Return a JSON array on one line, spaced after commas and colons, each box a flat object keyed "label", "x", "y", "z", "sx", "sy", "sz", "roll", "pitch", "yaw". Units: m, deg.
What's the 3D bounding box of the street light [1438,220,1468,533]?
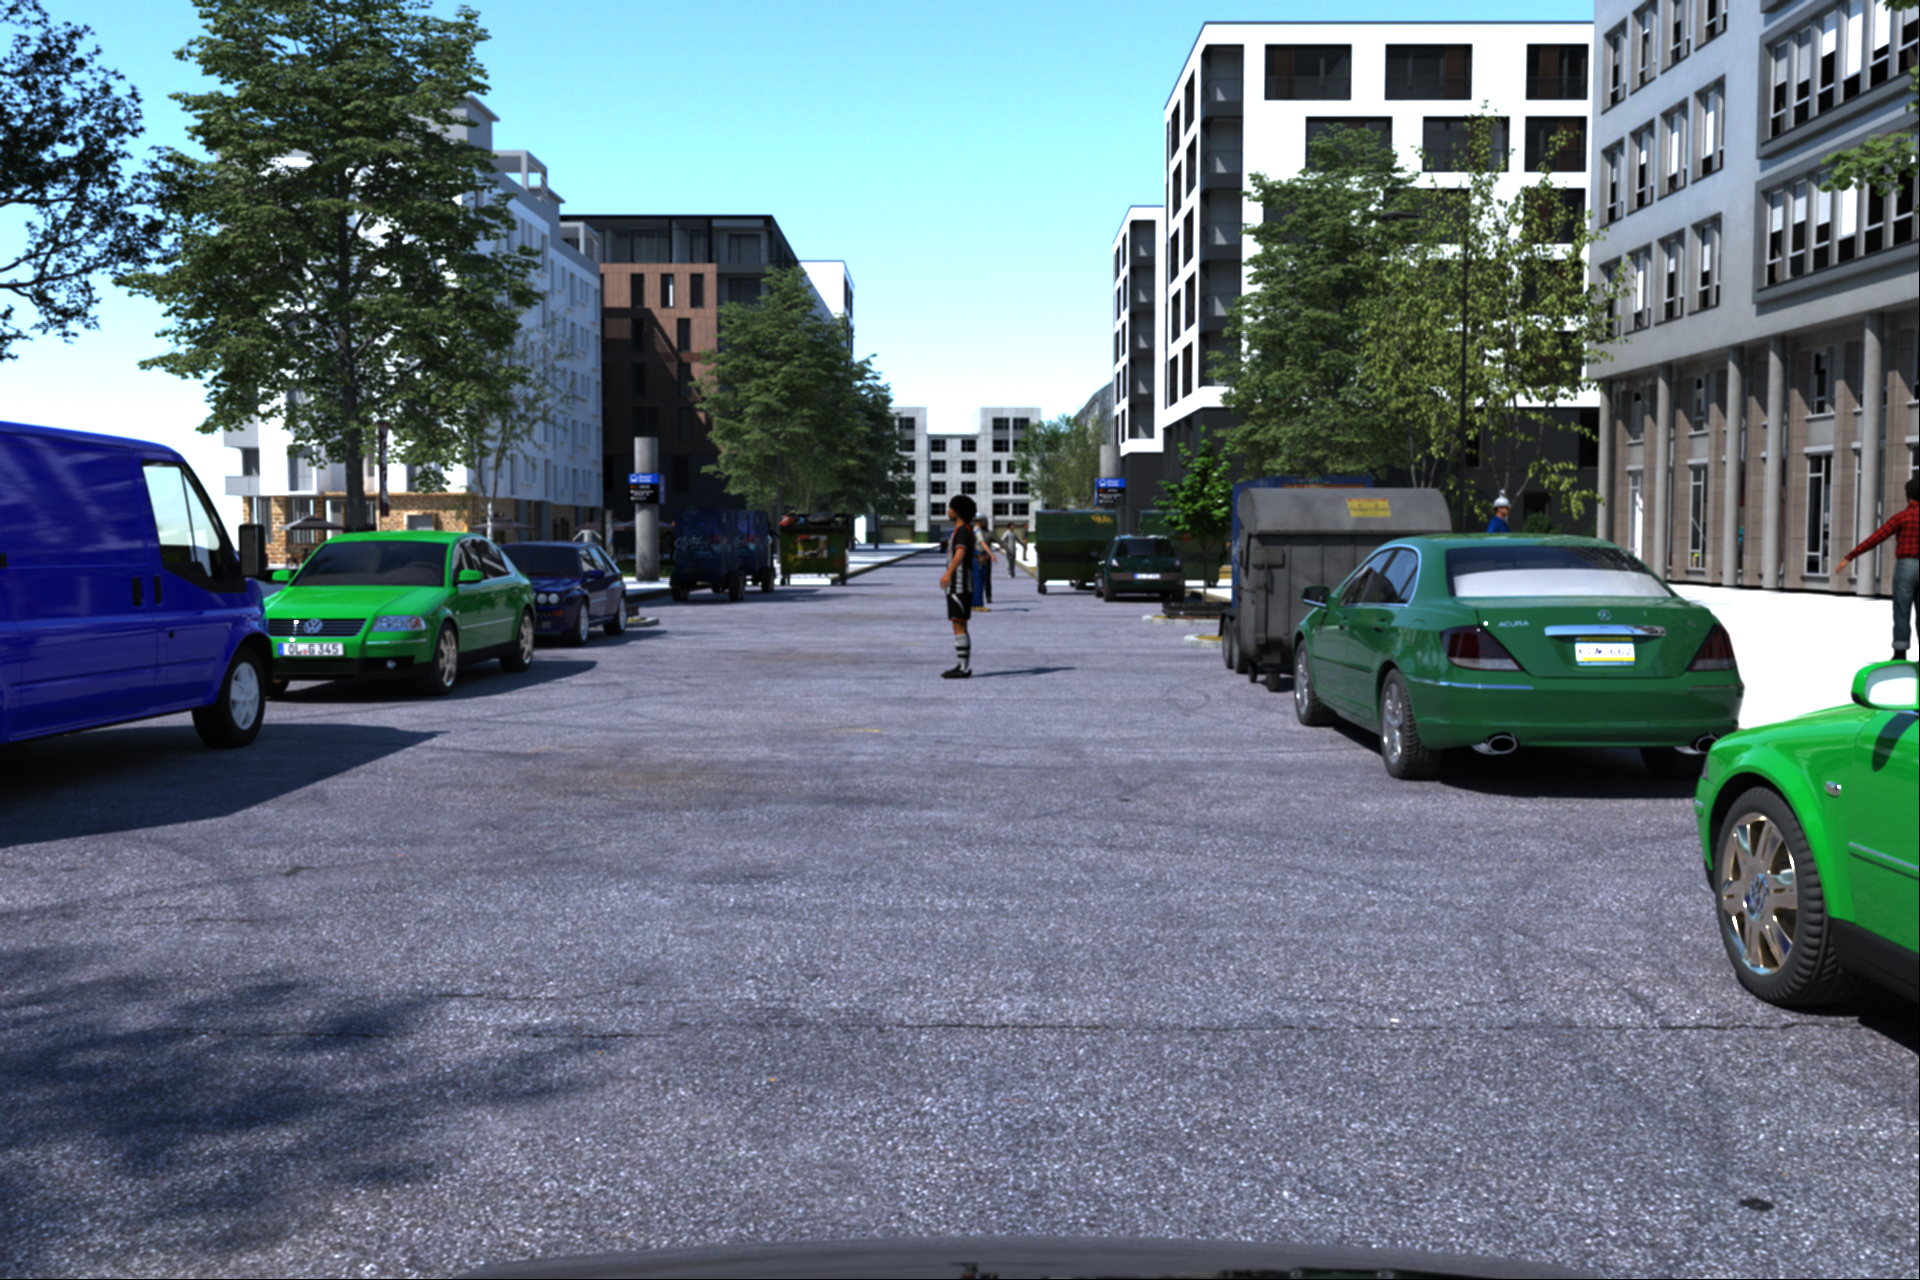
[{"label": "street light", "x": 7.832, "y": -3.214, "z": 25.092, "sx": 1.470, "sy": 5.913, "sz": 1.316, "roll": 0, "pitch": 4, "yaw": 0}]

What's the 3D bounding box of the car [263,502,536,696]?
[{"label": "car", "x": -5.408, "y": -0.485, "z": 16.733, "sx": 1.959, "sy": 1.807, "sz": 4.718, "roll": 0, "pitch": 3, "yaw": 0}]

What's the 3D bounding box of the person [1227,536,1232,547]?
[{"label": "person", "x": 8.055, "y": -2.589, "z": 48.516, "sx": 1.348, "sy": 1.807, "sz": 0.705, "roll": -1, "pitch": 4, "yaw": -17}]

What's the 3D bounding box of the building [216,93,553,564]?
[{"label": "building", "x": -26.035, "y": -13.423, "z": 75.888, "sx": 16.016, "sy": 20.090, "sz": 11.380, "roll": 0, "pitch": 4, "yaw": 1}]

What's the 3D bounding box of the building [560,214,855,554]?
[{"label": "building", "x": -22.586, "y": -17.331, "z": 127.334, "sx": 27.936, "sy": 21.610, "sz": 32.646, "roll": 0, "pitch": 4, "yaw": 0}]

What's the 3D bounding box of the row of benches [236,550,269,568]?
[{"label": "row of benches", "x": -27.985, "y": -3.129, "z": 66.626, "sx": 4.104, "sy": 0.672, "sz": 1.422, "roll": 3, "pitch": 5, "yaw": 39}]

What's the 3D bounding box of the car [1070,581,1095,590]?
[{"label": "car", "x": 3.882, "y": -2.028, "z": 45.520, "sx": 2.083, "sy": 1.381, "sz": 4.827, "roll": 0, "pitch": 4, "yaw": 1}]

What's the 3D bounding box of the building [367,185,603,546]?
[{"label": "building", "x": -27.484, "y": -14.614, "z": 95.360, "sx": 16.016, "sy": 20.090, "sz": 11.380, "roll": 0, "pitch": 4, "yaw": 1}]

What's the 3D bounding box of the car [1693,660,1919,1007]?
[{"label": "car", "x": 3.315, "y": 0.299, "z": 3.901, "sx": 1.959, "sy": 1.807, "sz": 4.718, "roll": 0, "pitch": 4, "yaw": 0}]

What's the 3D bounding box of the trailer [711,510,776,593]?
[{"label": "trailer", "x": -5.325, "y": -2.121, "z": 41.733, "sx": 1.471, "sy": 1.999, "sz": 3.904, "roll": 0, "pitch": 4, "yaw": 1}]

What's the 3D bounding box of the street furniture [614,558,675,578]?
[{"label": "street furniture", "x": -10.757, "y": -2.393, "z": 54.756, "sx": 5.734, "sy": 0.657, "sz": 10.072, "roll": -1, "pitch": 4, "yaw": -8}]

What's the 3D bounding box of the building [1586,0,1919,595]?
[{"label": "building", "x": 26.275, "y": -13.456, "z": 27.605, "sx": 19.016, "sy": 26.051, "sz": 41.698, "roll": 0, "pitch": 4, "yaw": 1}]

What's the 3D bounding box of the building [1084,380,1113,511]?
[{"label": "building", "x": 24.249, "y": -22.358, "z": 196.482, "sx": 19.493, "sy": 23.208, "sz": 18.063, "roll": 0, "pitch": 4, "yaw": 1}]

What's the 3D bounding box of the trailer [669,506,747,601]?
[{"label": "trailer", "x": -5.407, "y": -1.799, "z": 36.458, "sx": 1.471, "sy": 1.999, "sz": 3.904, "roll": 0, "pitch": 4, "yaw": 1}]

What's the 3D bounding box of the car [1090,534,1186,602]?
[{"label": "car", "x": 3.894, "y": -1.719, "z": 37.895, "sx": 2.009, "sy": 1.686, "sz": 4.222, "roll": 0, "pitch": 4, "yaw": 0}]

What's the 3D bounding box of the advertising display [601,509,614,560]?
[{"label": "advertising display", "x": -9.273, "y": -2.470, "z": 45.600, "sx": 0.123, "sy": 1.923, "sz": 0.974, "roll": 0, "pitch": 4, "yaw": 1}]

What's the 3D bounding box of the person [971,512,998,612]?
[{"label": "person", "x": 0.375, "y": -1.453, "z": 32.069, "sx": 0.705, "sy": 1.847, "sz": 1.347, "roll": -1, "pitch": 4, "yaw": -18}]

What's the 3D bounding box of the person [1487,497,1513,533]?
[{"label": "person", "x": 8.326, "y": -1.267, "z": 26.595, "sx": 0.705, "sy": 1.842, "sz": 1.347, "roll": 3, "pitch": 4, "yaw": 38}]

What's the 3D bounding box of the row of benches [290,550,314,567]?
[{"label": "row of benches", "x": -24.055, "y": -3.194, "z": 67.692, "sx": 4.104, "sy": 0.672, "sz": 1.422, "roll": 0, "pitch": 4, "yaw": 5}]

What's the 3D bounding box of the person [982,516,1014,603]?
[{"label": "person", "x": 0.470, "y": -1.672, "z": 35.930, "sx": 1.348, "sy": 1.813, "sz": 0.705, "roll": 1, "pitch": 4, "yaw": 14}]

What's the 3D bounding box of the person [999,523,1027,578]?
[{"label": "person", "x": 1.690, "y": -2.939, "z": 56.696, "sx": 0.705, "sy": 1.806, "sz": 1.347, "roll": 3, "pitch": 5, "yaw": 43}]

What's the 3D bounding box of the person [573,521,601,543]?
[{"label": "person", "x": -15.372, "y": -4.004, "z": 71.648, "sx": 1.347, "sy": 1.806, "sz": 0.705, "roll": -1, "pitch": 4, "yaw": -12}]

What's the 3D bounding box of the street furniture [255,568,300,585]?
[{"label": "street furniture", "x": -29.337, "y": -2.852, "z": 51.655, "sx": 27.439, "sy": 1.986, "sz": 14.083, "roll": 1, "pitch": 4, "yaw": 10}]

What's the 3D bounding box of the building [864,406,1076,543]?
[{"label": "building", "x": 2.244, "y": -23.100, "z": 246.605, "sx": 31.486, "sy": 18.905, "sz": 16.747, "roll": 0, "pitch": 4, "yaw": -4}]

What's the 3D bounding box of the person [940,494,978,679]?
[{"label": "person", "x": -0.023, "y": -0.532, "z": 17.299, "sx": 0.704, "sy": 1.843, "sz": 1.345, "roll": 0, "pitch": 4, "yaw": 5}]

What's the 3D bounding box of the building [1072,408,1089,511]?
[{"label": "building", "x": 24.428, "y": -23.828, "z": 220.508, "sx": 19.493, "sy": 23.208, "sz": 18.063, "roll": 0, "pitch": 4, "yaw": 0}]

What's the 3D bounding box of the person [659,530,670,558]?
[{"label": "person", "x": -15.367, "y": -5.057, "z": 88.448, "sx": 1.354, "sy": 1.858, "sz": 0.705, "roll": 1, "pitch": 4, "yaw": 11}]

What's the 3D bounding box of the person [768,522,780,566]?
[{"label": "person", "x": -7.243, "y": -3.584, "z": 65.314, "sx": 1.216, "sy": 1.740, "sz": 0.721, "roll": -1, "pitch": 4, "yaw": -19}]

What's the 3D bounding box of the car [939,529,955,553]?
[{"label": "car", "x": -0.467, "y": -7.516, "z": 131.560, "sx": 2.281, "sy": 1.827, "sz": 5.304, "roll": 0, "pitch": 4, "yaw": 0}]

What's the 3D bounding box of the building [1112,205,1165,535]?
[{"label": "building", "x": 24.689, "y": -17.136, "z": 124.141, "sx": 27.936, "sy": 21.610, "sz": 32.646, "roll": 0, "pitch": 4, "yaw": 1}]

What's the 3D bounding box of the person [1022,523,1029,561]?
[{"label": "person", "x": 3.140, "y": -4.678, "z": 82.755, "sx": 0.705, "sy": 1.796, "sz": 1.348, "roll": 0, "pitch": 4, "yaw": 6}]

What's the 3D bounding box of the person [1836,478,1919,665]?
[{"label": "person", "x": 9.075, "y": -0.636, "z": 16.502, "sx": 1.345, "sy": 1.816, "sz": 0.704, "roll": 0, "pitch": 4, "yaw": 3}]

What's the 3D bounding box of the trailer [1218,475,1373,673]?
[{"label": "trailer", "x": 3.541, "y": -0.719, "z": 18.806, "sx": 1.471, "sy": 1.999, "sz": 3.904, "roll": 0, "pitch": 4, "yaw": 0}]

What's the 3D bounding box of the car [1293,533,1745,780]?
[{"label": "car", "x": 3.449, "y": 0.016, "z": 11.537, "sx": 2.131, "sy": 1.459, "sz": 4.920, "roll": 0, "pitch": 4, "yaw": 0}]

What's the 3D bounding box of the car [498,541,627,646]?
[{"label": "car", "x": -5.649, "y": -0.658, "z": 23.333, "sx": 1.945, "sy": 1.354, "sz": 3.894, "roll": 0, "pitch": 4, "yaw": 0}]

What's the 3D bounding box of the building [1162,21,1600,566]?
[{"label": "building", "x": 23.750, "y": -14.785, "z": 85.715, "sx": 27.936, "sy": 21.610, "sz": 32.646, "roll": 0, "pitch": 4, "yaw": 0}]
